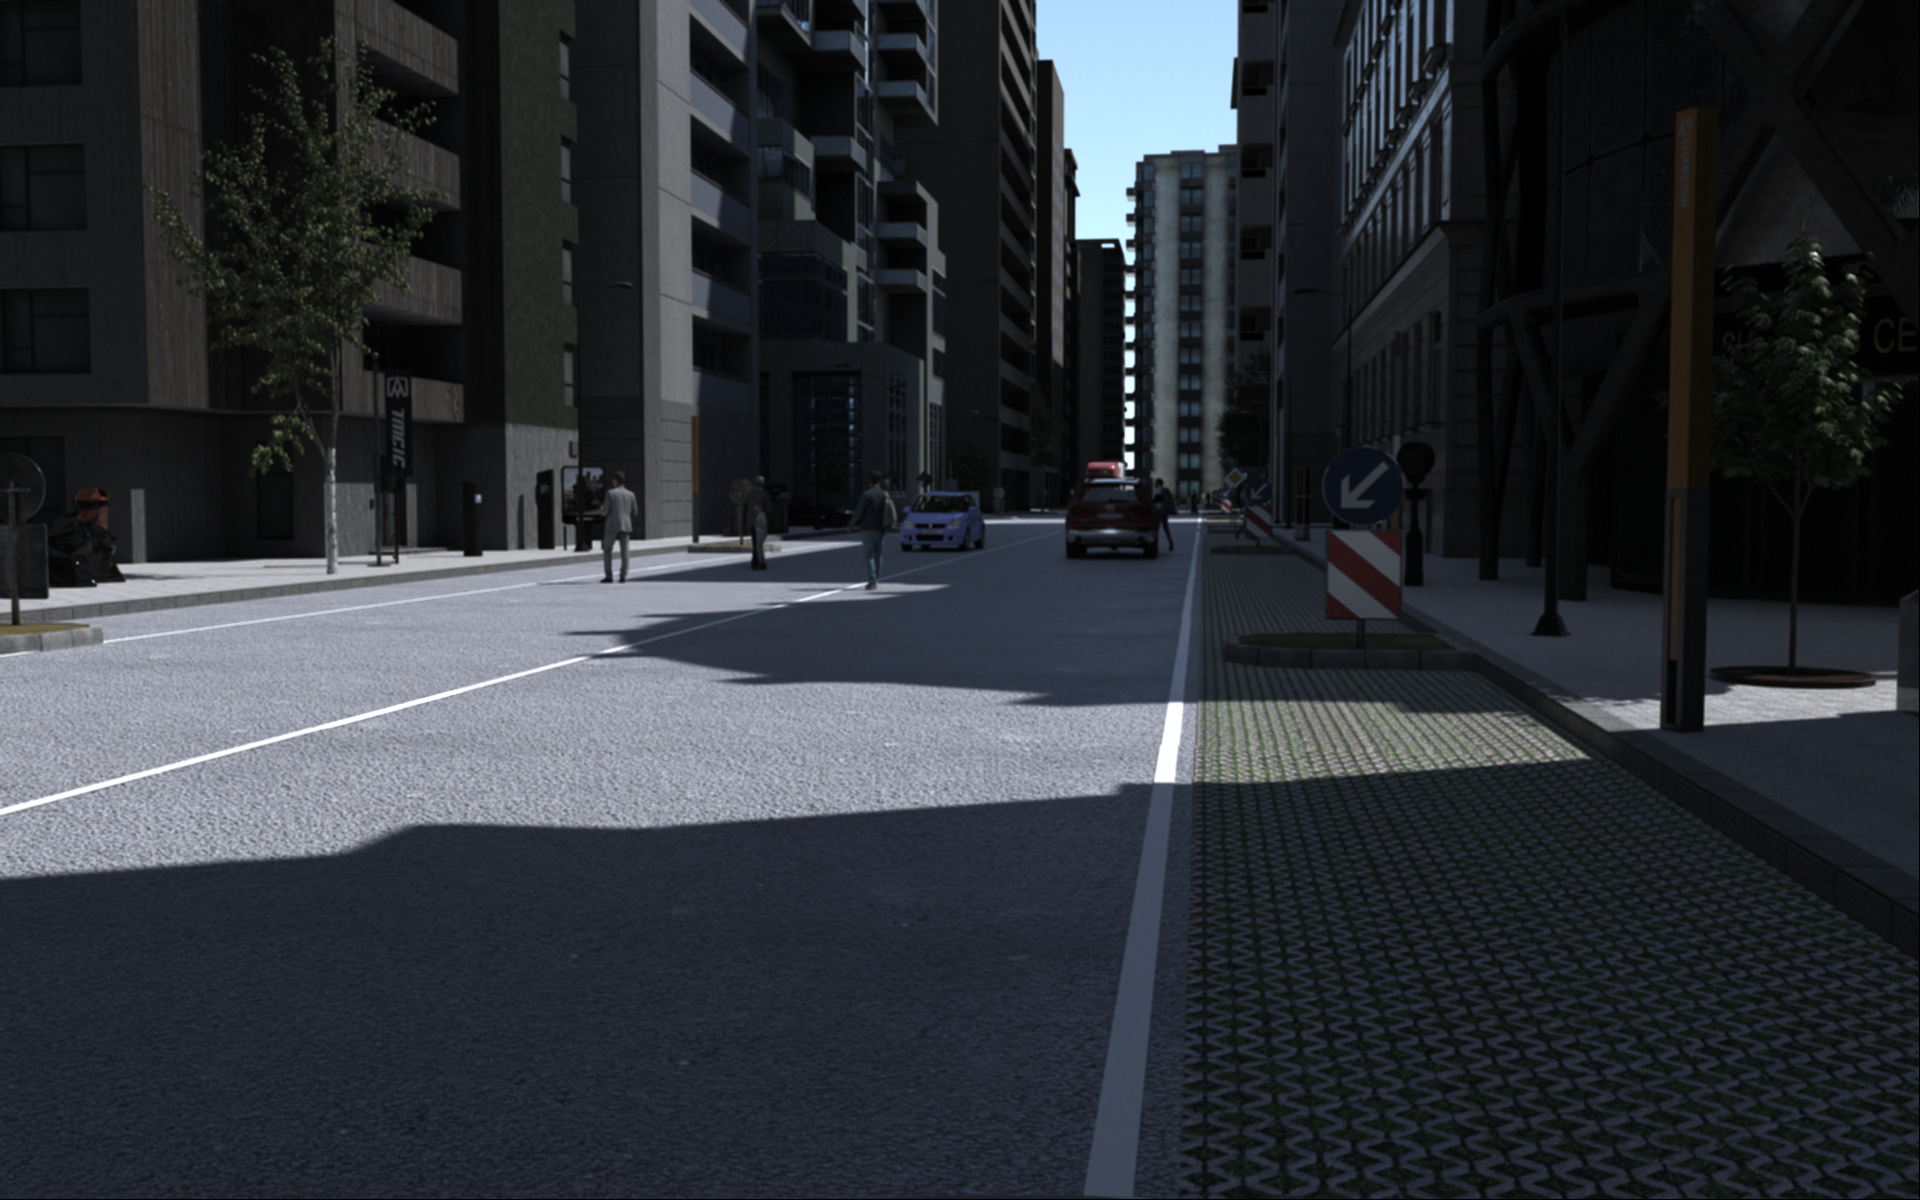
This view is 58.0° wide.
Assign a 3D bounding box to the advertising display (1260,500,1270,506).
[{"bbox_3d":[16.851,-5.551,95.972,0.974,1.923,0.123,-2,4,-35],"label":"advertising display"}]

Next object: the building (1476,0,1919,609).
[{"bbox_3d":[15.648,-9.528,23.233,16.820,18.784,16.811,0,4,8],"label":"building"}]

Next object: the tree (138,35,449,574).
[{"bbox_3d":[-10.312,-4.722,27.560,4.737,8.622,4.395,0,3,0],"label":"tree"}]

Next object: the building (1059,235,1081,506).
[{"bbox_3d":[5.820,-25.699,191.874,14.160,30.474,14.107,0,4,8],"label":"building"}]

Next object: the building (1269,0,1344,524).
[{"bbox_3d":[28.669,-32.709,76.796,28.212,58.520,21.231,0,4,8],"label":"building"}]

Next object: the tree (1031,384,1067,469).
[{"bbox_3d":[4.387,-12.427,137.589,8.767,10.594,7.601,0,4,7],"label":"tree"}]

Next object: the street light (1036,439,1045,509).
[{"bbox_3d":[7.020,-10.523,144.594,1.470,5.913,1.316,0,4,8],"label":"street light"}]

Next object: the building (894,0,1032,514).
[{"bbox_3d":[-6.565,-30.523,122.760,21.300,48.544,21.600,0,4,8],"label":"building"}]

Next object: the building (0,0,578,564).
[{"bbox_3d":[-17.495,-16.239,37.212,14.160,30.474,14.107,0,4,8],"label":"building"}]

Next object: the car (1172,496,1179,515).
[{"bbox_3d":[14.158,-6.619,120.584,2.083,1.381,4.827,1,4,10],"label":"car"}]

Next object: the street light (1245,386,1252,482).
[{"bbox_3d":[13.037,-6.201,73.935,1.470,5.913,1.316,0,4,8],"label":"street light"}]

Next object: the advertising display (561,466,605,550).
[{"bbox_3d":[-8.645,-2.112,39.753,0.974,1.923,0.123,-1,4,-20],"label":"advertising display"}]

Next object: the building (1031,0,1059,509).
[{"bbox_3d":[-1.400,-44.102,159.325,20.563,71.187,20.611,0,4,8],"label":"building"}]

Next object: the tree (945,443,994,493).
[{"bbox_3d":[0.612,-7.712,109.799,4.285,4.588,4.351,0,3,0],"label":"tree"}]

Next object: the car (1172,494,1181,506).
[{"bbox_3d":[26.655,-12.617,216.516,2.015,1.641,3.980,1,4,8],"label":"car"}]

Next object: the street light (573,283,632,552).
[{"bbox_3d":[-7.886,-4.020,38.274,1.470,5.913,1.316,0,4,8],"label":"street light"}]

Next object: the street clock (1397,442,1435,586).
[{"bbox_3d":[6.339,-1.196,24.129,0.358,2.002,0.471,-3,5,-43],"label":"street clock"}]

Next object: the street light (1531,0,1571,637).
[{"bbox_3d":[4.833,-2.636,15.644,1.470,5.913,1.316,0,4,8],"label":"street light"}]

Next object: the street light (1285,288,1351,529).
[{"bbox_3d":[8.212,-4.069,39.076,1.470,5.913,1.316,0,4,8],"label":"street light"}]

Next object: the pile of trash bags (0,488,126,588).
[{"bbox_3d":[-13.032,-0.932,24.999,1.912,1.369,3.447,-1,4,-8],"label":"pile of trash bags"}]

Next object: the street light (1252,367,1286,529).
[{"bbox_3d":[11.555,-5.569,63.592,1.470,5.913,1.316,0,4,8],"label":"street light"}]

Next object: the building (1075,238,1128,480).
[{"bbox_3d":[11.628,-33.998,247.747,23.993,40.220,32.217,0,4,8],"label":"building"}]

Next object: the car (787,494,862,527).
[{"bbox_3d":[-5.983,-3.671,69.810,4.222,1.686,2.009,0,4,7],"label":"car"}]

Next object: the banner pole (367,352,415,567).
[{"bbox_3d":[-10.088,-2.486,30.660,0.863,3.779,0.401,0,4,-1],"label":"banner pole"}]

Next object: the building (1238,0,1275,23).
[{"bbox_3d":[33.632,-32.724,124.271,28.713,52.752,27.495,0,4,8],"label":"building"}]

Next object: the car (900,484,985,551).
[{"bbox_3d":[-0.427,-2.133,44.468,1.945,1.707,3.694,1,4,10],"label":"car"}]

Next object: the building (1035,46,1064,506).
[{"bbox_3d":[3.119,-32.227,177.025,14.600,45.320,14.200,0,4,8],"label":"building"}]

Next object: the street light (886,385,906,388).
[{"bbox_3d":[-2.989,-6.183,73.634,1.470,5.913,1.316,0,4,8],"label":"street light"}]

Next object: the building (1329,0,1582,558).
[{"bbox_3d":[18.876,-13.083,47.183,16.112,22.955,30.059,0,4,8],"label":"building"}]

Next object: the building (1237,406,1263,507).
[{"bbox_3d":[37.748,-33.149,165.686,21.300,48.544,21.600,0,4,8],"label":"building"}]

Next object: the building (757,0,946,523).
[{"bbox_3d":[-12.096,-47.409,87.803,22.319,86.520,31.000,0,4,8],"label":"building"}]

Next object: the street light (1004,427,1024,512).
[{"bbox_3d":[3.730,-9.070,120.832,1.470,5.913,1.316,0,4,8],"label":"street light"}]

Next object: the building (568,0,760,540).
[{"bbox_3d":[-21.521,-31.481,56.708,28.212,58.520,21.231,0,4,8],"label":"building"}]

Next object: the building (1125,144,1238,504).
[{"bbox_3d":[38.366,-37.920,239.599,30.456,49.044,23.786,0,4,8],"label":"building"}]

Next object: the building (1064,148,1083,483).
[{"bbox_3d":[1.508,-34.217,214.079,28.867,44.769,22.147,0,4,8],"label":"building"}]

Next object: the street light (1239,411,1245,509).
[{"bbox_3d":[16.350,-7.635,97.377,1.470,5.913,1.316,0,4,8],"label":"street light"}]

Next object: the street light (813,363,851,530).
[{"bbox_3d":[-4.550,-5.454,61.712,1.470,5.913,1.316,0,4,8],"label":"street light"}]

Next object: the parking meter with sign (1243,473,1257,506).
[{"bbox_3d":[23.955,-8.905,141.856,1.738,3.016,0.543,-2,4,-35],"label":"parking meter with sign"}]

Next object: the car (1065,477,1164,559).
[{"bbox_3d":[3.565,-1.920,40.058,2.281,1.827,5.304,0,4,7],"label":"car"}]

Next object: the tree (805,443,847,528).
[{"bbox_3d":[-4.795,-4.331,65.420,1.663,3.219,1.824,0,3,0],"label":"tree"}]

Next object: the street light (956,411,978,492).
[{"bbox_3d":[0.332,-7.637,97.402,1.470,5.913,1.316,0,4,8],"label":"street light"}]
